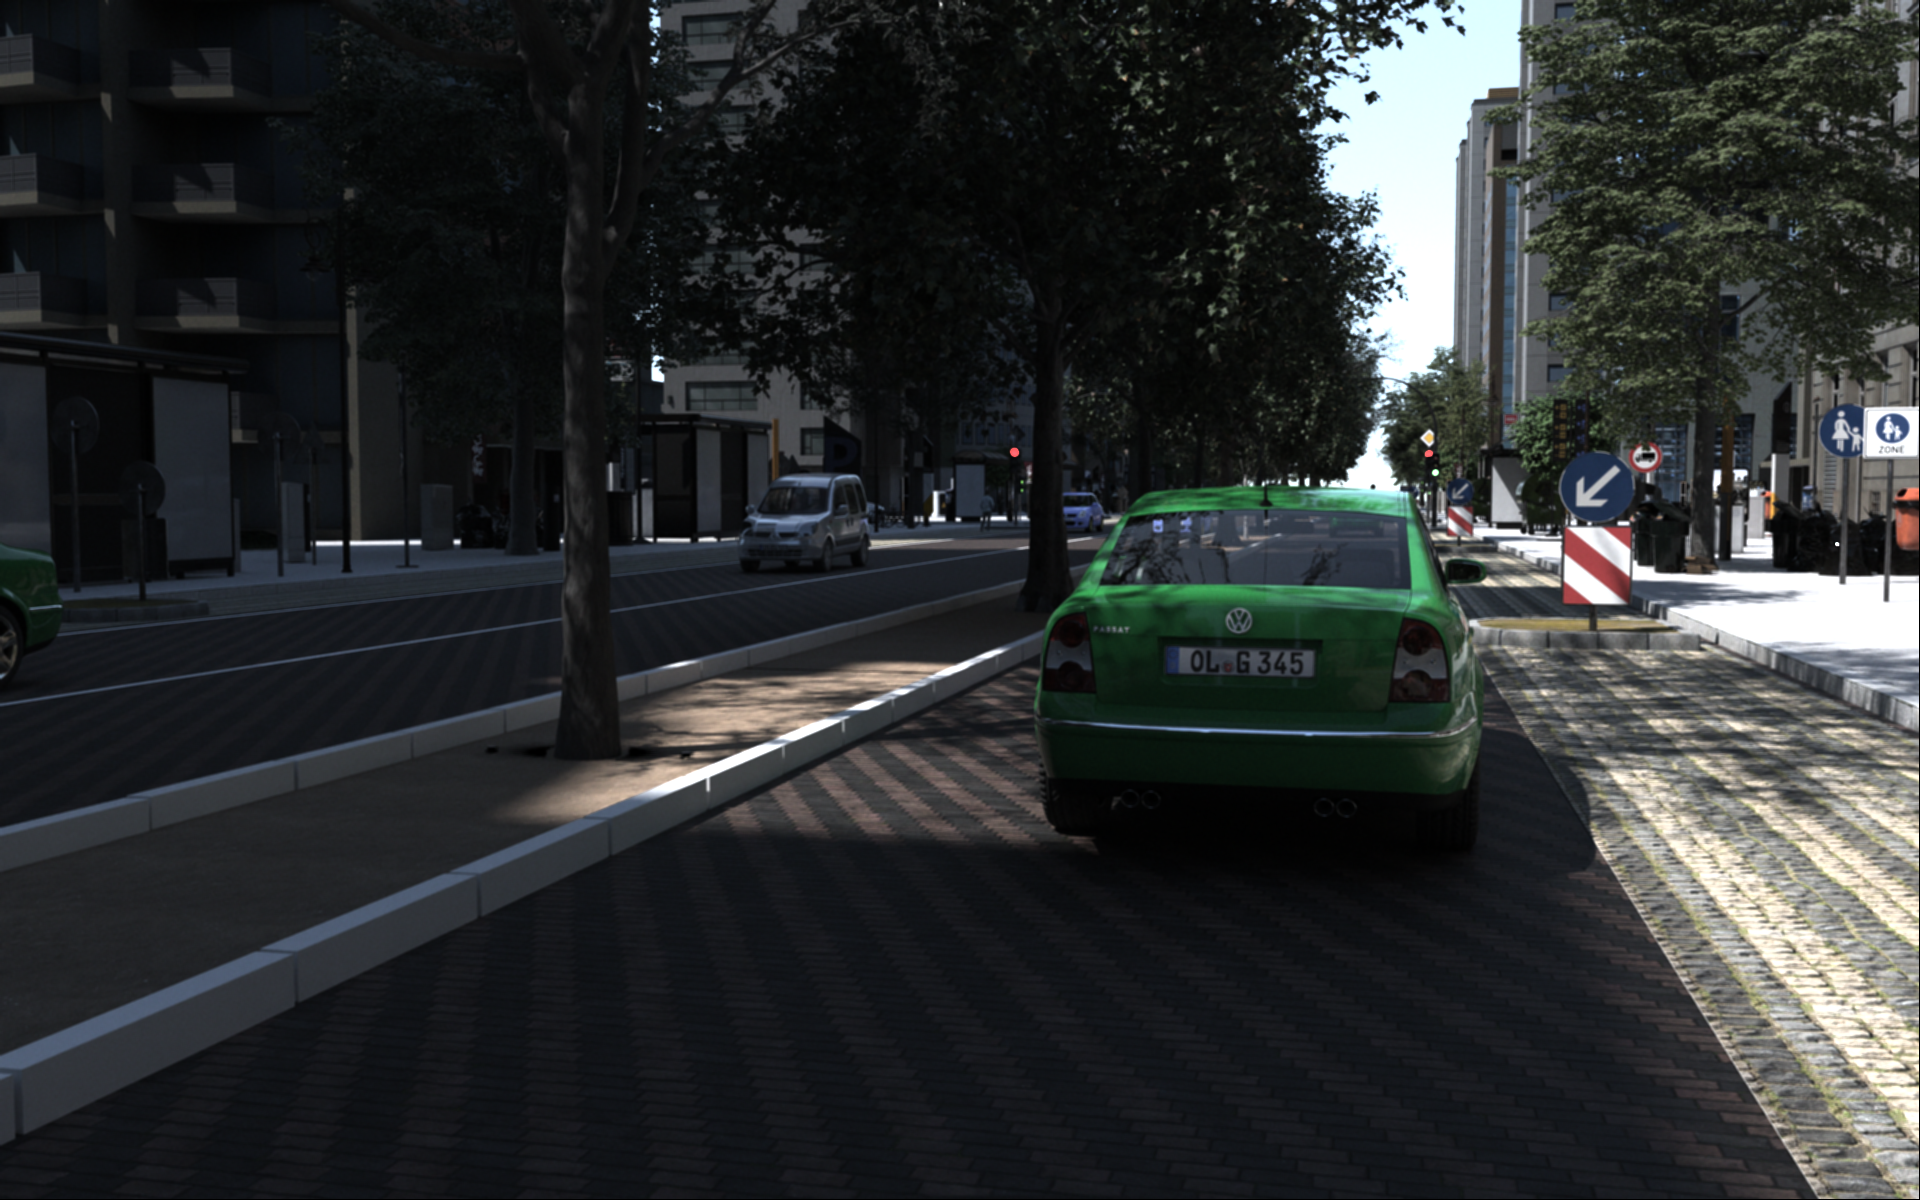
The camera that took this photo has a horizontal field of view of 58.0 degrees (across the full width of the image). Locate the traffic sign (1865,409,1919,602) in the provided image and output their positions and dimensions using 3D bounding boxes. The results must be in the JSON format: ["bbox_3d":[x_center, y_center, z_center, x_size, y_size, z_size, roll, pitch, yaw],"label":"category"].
[{"bbox_3d":[11.021,-1.126,20.540,0.606,2.300,0.079,1,4,17],"label":"traffic sign"}]

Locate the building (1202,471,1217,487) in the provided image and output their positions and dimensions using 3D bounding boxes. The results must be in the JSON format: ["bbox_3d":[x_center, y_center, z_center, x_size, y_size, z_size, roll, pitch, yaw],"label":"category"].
[{"bbox_3d":[31.495,-27.482,294.371,27.650,21.520,28.899,1,4,13],"label":"building"}]

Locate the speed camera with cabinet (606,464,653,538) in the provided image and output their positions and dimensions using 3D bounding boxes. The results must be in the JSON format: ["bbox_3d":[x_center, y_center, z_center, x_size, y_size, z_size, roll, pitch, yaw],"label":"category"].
[{"bbox_3d":[-9.956,-3.431,50.427,2.038,3.252,0.660,-2,4,-33],"label":"speed camera with cabinet"}]

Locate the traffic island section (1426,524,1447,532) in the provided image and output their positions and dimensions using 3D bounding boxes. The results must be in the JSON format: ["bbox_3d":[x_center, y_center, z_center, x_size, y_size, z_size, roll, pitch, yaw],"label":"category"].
[{"bbox_3d":[18.352,-2.735,66.991,2.009,0.180,2.903,1,4,13],"label":"traffic island section"}]

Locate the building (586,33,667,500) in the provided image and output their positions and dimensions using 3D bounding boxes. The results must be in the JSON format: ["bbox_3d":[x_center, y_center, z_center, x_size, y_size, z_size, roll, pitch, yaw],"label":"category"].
[{"bbox_3d":[-34.787,-31.725,107.938,27.495,52.752,28.713,1,4,13],"label":"building"}]

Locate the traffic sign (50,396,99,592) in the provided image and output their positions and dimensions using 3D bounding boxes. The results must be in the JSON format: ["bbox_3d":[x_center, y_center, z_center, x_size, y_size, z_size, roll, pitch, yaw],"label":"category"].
[{"bbox_3d":[-11.527,-1.372,22.538,0.768,2.556,0.104,1,4,16],"label":"traffic sign"}]

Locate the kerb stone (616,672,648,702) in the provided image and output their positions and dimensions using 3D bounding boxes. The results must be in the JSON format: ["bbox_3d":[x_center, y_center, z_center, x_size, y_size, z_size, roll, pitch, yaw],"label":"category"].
[{"bbox_3d":[-2.408,0.634,11.824,0.120,0.150,1.000,1,4,13],"label":"kerb stone"}]

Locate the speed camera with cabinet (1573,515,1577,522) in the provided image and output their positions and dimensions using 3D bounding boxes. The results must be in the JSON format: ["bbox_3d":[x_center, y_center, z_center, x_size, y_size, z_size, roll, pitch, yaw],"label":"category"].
[{"bbox_3d":[32.189,-5.755,88.422,2.038,3.252,0.660,0,4,-2],"label":"speed camera with cabinet"}]

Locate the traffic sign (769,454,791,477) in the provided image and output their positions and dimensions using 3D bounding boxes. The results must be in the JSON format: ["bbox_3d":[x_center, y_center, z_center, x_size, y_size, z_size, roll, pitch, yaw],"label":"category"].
[{"bbox_3d":[-5.803,-3.392,55.571,0.768,2.556,0.104,1,4,17],"label":"traffic sign"}]

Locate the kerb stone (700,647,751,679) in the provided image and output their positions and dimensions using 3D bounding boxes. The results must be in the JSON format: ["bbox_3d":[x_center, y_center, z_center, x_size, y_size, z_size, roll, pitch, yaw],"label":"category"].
[{"bbox_3d":[-1.924,0.513,13.819,0.120,0.150,1.000,1,4,13],"label":"kerb stone"}]

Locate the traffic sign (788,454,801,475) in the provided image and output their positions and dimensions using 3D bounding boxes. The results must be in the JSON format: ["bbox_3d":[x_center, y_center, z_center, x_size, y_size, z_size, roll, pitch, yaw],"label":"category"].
[{"bbox_3d":[-5.512,-3.479,56.886,0.884,2.594,0.081,1,4,19],"label":"traffic sign"}]

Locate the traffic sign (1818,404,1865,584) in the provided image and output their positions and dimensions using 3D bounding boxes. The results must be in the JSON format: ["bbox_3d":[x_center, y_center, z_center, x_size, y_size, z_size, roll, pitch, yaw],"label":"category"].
[{"bbox_3d":[12.552,-1.495,24.555,0.768,2.556,0.104,1,4,16],"label":"traffic sign"}]

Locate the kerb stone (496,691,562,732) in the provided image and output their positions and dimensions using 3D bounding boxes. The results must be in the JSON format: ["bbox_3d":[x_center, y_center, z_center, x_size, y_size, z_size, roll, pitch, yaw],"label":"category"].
[{"bbox_3d":[-2.649,0.695,10.830,0.120,0.150,1.000,1,4,13],"label":"kerb stone"}]

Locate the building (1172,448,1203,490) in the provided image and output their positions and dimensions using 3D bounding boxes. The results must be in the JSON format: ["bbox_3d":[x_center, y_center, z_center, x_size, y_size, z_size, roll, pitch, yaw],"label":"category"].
[{"bbox_3d":[27.688,-29.363,251.782,14.160,30.474,14.107,1,4,13],"label":"building"}]

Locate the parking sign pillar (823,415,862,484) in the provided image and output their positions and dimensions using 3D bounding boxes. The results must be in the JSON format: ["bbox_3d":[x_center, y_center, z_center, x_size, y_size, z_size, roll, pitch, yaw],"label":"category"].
[{"bbox_3d":[-4.004,-4.317,59.048,1.447,3.967,1.447,0,4,3],"label":"parking sign pillar"}]

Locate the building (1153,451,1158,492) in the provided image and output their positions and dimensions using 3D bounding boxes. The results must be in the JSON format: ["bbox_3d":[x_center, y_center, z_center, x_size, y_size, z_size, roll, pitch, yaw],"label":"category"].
[{"bbox_3d":[16.894,-31.819,203.835,14.154,41.232,14.086,1,4,13],"label":"building"}]

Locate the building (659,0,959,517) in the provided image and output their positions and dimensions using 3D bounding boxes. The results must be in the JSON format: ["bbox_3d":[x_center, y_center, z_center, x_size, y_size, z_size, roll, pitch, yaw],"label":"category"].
[{"bbox_3d":[-8.474,-20.212,102.170,14.160,30.474,14.107,1,4,13],"label":"building"}]

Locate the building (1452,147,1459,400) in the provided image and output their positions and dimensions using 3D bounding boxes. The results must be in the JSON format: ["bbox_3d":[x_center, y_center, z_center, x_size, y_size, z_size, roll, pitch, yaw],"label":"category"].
[{"bbox_3d":[91.660,-45.356,283.571,21.231,58.520,28.212,1,4,13],"label":"building"}]

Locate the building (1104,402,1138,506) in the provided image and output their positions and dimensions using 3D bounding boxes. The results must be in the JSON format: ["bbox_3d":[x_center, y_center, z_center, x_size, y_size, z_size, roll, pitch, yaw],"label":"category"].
[{"bbox_3d":[5.141,-20.800,185.124,27.650,21.520,28.899,1,4,13],"label":"building"}]

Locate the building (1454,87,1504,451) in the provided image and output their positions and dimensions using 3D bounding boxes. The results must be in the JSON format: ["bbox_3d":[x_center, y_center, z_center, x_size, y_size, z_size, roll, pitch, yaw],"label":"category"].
[{"bbox_3d":[85.419,-43.676,256.107,21.231,58.520,28.212,1,4,13],"label":"building"}]

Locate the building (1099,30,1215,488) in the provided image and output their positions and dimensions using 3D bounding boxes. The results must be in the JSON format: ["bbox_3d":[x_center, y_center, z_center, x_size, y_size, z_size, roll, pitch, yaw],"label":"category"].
[{"bbox_3d":[29.012,-50.752,268.041,20.563,71.187,20.611,1,4,13],"label":"building"}]

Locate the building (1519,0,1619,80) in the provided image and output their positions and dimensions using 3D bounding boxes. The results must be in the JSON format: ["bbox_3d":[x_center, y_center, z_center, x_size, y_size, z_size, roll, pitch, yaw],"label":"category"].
[{"bbox_3d":[61.564,-37.631,157.261,21.231,58.520,28.212,1,4,13],"label":"building"}]

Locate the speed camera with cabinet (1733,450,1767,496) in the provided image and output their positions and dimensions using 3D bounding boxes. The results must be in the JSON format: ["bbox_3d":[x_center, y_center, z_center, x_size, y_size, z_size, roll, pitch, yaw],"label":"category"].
[{"bbox_3d":[35.184,-5.079,77.382,0.660,3.252,2.038,-1,4,-15],"label":"speed camera with cabinet"}]

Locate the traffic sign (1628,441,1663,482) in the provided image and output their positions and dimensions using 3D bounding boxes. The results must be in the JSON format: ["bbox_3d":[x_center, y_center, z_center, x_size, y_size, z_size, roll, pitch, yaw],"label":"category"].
[{"bbox_3d":[16.460,-2.541,41.649,0.768,2.556,0.104,1,4,23],"label":"traffic sign"}]

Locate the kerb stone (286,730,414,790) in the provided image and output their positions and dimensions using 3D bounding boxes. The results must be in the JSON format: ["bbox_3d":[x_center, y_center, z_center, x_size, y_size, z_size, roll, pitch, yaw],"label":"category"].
[{"bbox_3d":[-3.125,0.818,8.834,0.120,0.150,1.000,1,4,13],"label":"kerb stone"}]

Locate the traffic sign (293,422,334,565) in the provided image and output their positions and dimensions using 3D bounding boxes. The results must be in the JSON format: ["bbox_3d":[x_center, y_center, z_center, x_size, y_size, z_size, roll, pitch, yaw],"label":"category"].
[{"bbox_3d":[-11.656,-1.908,31.196,0.884,2.594,0.081,1,4,18],"label":"traffic sign"}]

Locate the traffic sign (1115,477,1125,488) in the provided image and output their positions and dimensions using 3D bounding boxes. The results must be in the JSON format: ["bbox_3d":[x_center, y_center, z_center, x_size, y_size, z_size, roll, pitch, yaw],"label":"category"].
[{"bbox_3d":[11.638,-7.717,126.273,0.768,2.556,0.104,1,4,20],"label":"traffic sign"}]

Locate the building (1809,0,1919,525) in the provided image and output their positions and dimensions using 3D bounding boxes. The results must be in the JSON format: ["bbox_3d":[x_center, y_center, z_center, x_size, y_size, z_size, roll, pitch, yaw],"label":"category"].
[{"bbox_3d":[30.985,-12.616,39.561,16.112,22.955,30.059,1,4,13],"label":"building"}]

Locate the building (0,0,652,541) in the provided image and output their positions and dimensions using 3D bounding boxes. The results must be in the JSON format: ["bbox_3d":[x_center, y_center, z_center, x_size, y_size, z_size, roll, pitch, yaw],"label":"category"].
[{"bbox_3d":[-26.419,-24.514,55.429,28.867,44.769,22.147,1,4,13],"label":"building"}]

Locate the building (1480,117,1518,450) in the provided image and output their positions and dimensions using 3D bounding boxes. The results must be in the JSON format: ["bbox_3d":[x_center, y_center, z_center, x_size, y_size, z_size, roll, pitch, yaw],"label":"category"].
[{"bbox_3d":[68.763,-33.790,202.577,14.600,45.320,14.200,1,4,13],"label":"building"}]

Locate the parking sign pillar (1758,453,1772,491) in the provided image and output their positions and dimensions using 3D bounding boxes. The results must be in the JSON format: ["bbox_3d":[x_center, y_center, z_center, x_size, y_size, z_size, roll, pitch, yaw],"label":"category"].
[{"bbox_3d":[51.241,-7.423,109.840,1.447,3.967,1.447,-1,4,-12],"label":"parking sign pillar"}]

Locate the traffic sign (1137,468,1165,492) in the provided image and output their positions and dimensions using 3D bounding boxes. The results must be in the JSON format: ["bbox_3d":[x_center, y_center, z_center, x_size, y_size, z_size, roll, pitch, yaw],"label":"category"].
[{"bbox_3d":[15.052,-8.737,136.716,2.265,3.308,0.079,1,4,18],"label":"traffic sign"}]

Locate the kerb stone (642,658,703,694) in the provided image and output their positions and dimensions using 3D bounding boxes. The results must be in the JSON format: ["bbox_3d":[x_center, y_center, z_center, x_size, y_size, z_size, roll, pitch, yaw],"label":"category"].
[{"bbox_3d":[-2.164,0.574,12.818,0.120,0.150,1.000,1,4,13],"label":"kerb stone"}]

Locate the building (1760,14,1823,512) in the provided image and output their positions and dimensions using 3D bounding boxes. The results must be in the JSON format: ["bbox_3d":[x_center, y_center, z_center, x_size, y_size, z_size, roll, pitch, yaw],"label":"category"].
[{"bbox_3d":[56.088,-26.308,84.753,28.867,44.769,22.147,1,4,13],"label":"building"}]

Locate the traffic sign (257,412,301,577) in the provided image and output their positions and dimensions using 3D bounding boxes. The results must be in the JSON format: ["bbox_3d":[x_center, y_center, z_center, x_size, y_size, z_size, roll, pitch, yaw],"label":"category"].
[{"bbox_3d":[-10.575,-1.638,26.888,0.768,2.556,0.104,1,4,14],"label":"traffic sign"}]

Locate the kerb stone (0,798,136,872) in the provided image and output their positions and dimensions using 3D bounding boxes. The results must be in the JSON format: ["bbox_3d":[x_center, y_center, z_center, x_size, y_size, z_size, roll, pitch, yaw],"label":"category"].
[{"bbox_3d":[-3.598,0.943,6.840,0.120,0.150,1.000,1,4,13],"label":"kerb stone"}]

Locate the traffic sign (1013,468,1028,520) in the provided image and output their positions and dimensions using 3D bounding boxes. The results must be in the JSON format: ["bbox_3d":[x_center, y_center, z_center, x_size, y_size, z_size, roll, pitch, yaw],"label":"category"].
[{"bbox_3d":[2.940,-5.189,84.952,0.768,2.556,0.104,1,4,19],"label":"traffic sign"}]

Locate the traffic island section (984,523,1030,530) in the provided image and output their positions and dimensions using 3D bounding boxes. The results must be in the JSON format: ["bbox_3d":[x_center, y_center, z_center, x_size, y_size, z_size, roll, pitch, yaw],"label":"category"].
[{"bbox_3d":[2.268,-2.970,70.846,2.009,0.180,2.903,1,4,13],"label":"traffic island section"}]

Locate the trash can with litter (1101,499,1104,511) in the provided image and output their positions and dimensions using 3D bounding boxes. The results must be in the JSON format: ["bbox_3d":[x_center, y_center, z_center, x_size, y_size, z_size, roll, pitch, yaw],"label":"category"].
[{"bbox_3d":[10.744,-7.377,131.996,1.055,1.170,0.624,-2,4,-25],"label":"trash can with litter"}]

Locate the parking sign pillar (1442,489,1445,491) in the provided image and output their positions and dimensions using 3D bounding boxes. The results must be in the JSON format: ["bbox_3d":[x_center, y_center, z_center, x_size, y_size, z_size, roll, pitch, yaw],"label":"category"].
[{"bbox_3d":[40.858,-9.563,144.828,1.447,3.967,1.447,-3,4,-37],"label":"parking sign pillar"}]

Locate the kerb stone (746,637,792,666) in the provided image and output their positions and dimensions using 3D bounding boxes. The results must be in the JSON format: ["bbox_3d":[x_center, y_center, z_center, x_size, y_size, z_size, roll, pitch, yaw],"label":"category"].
[{"bbox_3d":[-1.680,0.451,14.822,0.120,0.150,1.000,1,4,13],"label":"kerb stone"}]

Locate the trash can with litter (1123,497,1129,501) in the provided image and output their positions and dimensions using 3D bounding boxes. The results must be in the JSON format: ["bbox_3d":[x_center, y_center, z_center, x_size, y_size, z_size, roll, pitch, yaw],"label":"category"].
[{"bbox_3d":[11.518,-6.731,121.446,0.624,1.170,1.055,0,4,6],"label":"trash can with litter"}]

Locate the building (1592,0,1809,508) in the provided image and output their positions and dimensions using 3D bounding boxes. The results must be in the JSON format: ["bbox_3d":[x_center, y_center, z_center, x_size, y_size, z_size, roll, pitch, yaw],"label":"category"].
[{"bbox_3d":[56.287,-49.668,124.741,22.319,86.520,31.000,1,4,13],"label":"building"}]

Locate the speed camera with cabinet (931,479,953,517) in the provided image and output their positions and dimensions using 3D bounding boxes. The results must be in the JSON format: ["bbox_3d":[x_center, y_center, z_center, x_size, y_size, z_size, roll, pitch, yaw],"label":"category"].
[{"bbox_3d":[-0.612,-6.225,96.107,2.038,3.252,0.660,-3,4,-38],"label":"speed camera with cabinet"}]

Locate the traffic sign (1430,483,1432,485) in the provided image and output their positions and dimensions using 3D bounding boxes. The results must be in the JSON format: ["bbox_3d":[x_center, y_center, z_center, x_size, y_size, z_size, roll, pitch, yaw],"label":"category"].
[{"bbox_3d":[33.604,-7.515,122.968,0.768,2.556,0.104,1,4,22],"label":"traffic sign"}]

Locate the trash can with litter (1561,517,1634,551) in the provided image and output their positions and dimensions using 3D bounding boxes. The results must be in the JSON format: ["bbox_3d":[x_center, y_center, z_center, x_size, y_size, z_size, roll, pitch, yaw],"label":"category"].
[{"bbox_3d":[14.838,-1.711,39.034,1.678,1.210,2.233,-2,4,-30],"label":"trash can with litter"}]

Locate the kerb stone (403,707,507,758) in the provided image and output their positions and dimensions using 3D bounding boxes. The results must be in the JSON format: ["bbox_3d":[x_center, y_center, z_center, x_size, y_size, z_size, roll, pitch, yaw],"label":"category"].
[{"bbox_3d":[-2.888,0.758,9.836,0.120,0.150,1.000,1,4,13],"label":"kerb stone"}]

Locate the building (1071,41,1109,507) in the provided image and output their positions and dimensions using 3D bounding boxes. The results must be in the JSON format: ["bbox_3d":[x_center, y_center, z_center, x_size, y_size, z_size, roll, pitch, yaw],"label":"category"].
[{"bbox_3d":[6.088,-31.311,162.051,14.600,45.320,14.200,1,4,13],"label":"building"}]

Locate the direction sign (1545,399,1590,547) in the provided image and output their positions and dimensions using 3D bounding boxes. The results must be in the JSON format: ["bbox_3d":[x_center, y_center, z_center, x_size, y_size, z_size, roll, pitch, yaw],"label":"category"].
[{"bbox_3d":[14.623,-3.028,41.507,0.876,3.537,0.379,0,4,-2],"label":"direction sign"}]

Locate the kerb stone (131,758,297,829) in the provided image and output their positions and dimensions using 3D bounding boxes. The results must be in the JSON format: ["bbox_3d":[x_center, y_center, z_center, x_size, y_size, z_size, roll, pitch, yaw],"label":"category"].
[{"bbox_3d":[-3.370,0.878,7.841,0.120,0.150,1.000,1,4,13],"label":"kerb stone"}]

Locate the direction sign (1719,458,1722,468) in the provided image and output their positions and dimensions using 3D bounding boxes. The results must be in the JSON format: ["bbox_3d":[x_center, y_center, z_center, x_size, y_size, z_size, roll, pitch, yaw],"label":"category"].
[{"bbox_3d":[47.905,-7.115,108.333,0.876,3.537,0.379,1,4,15],"label":"direction sign"}]

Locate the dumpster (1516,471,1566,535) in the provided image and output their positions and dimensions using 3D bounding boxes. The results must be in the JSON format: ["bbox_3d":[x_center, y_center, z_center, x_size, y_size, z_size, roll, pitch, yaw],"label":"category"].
[{"bbox_3d":[18.358,-3.181,54.503,1.502,2.255,1.985,1,4,13],"label":"dumpster"}]

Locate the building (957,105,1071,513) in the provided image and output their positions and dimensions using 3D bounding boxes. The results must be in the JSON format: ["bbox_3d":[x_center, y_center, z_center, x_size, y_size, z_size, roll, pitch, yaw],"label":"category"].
[{"bbox_3d":[-4.294,-35.978,130.244,21.231,58.520,28.212,1,4,13],"label":"building"}]
